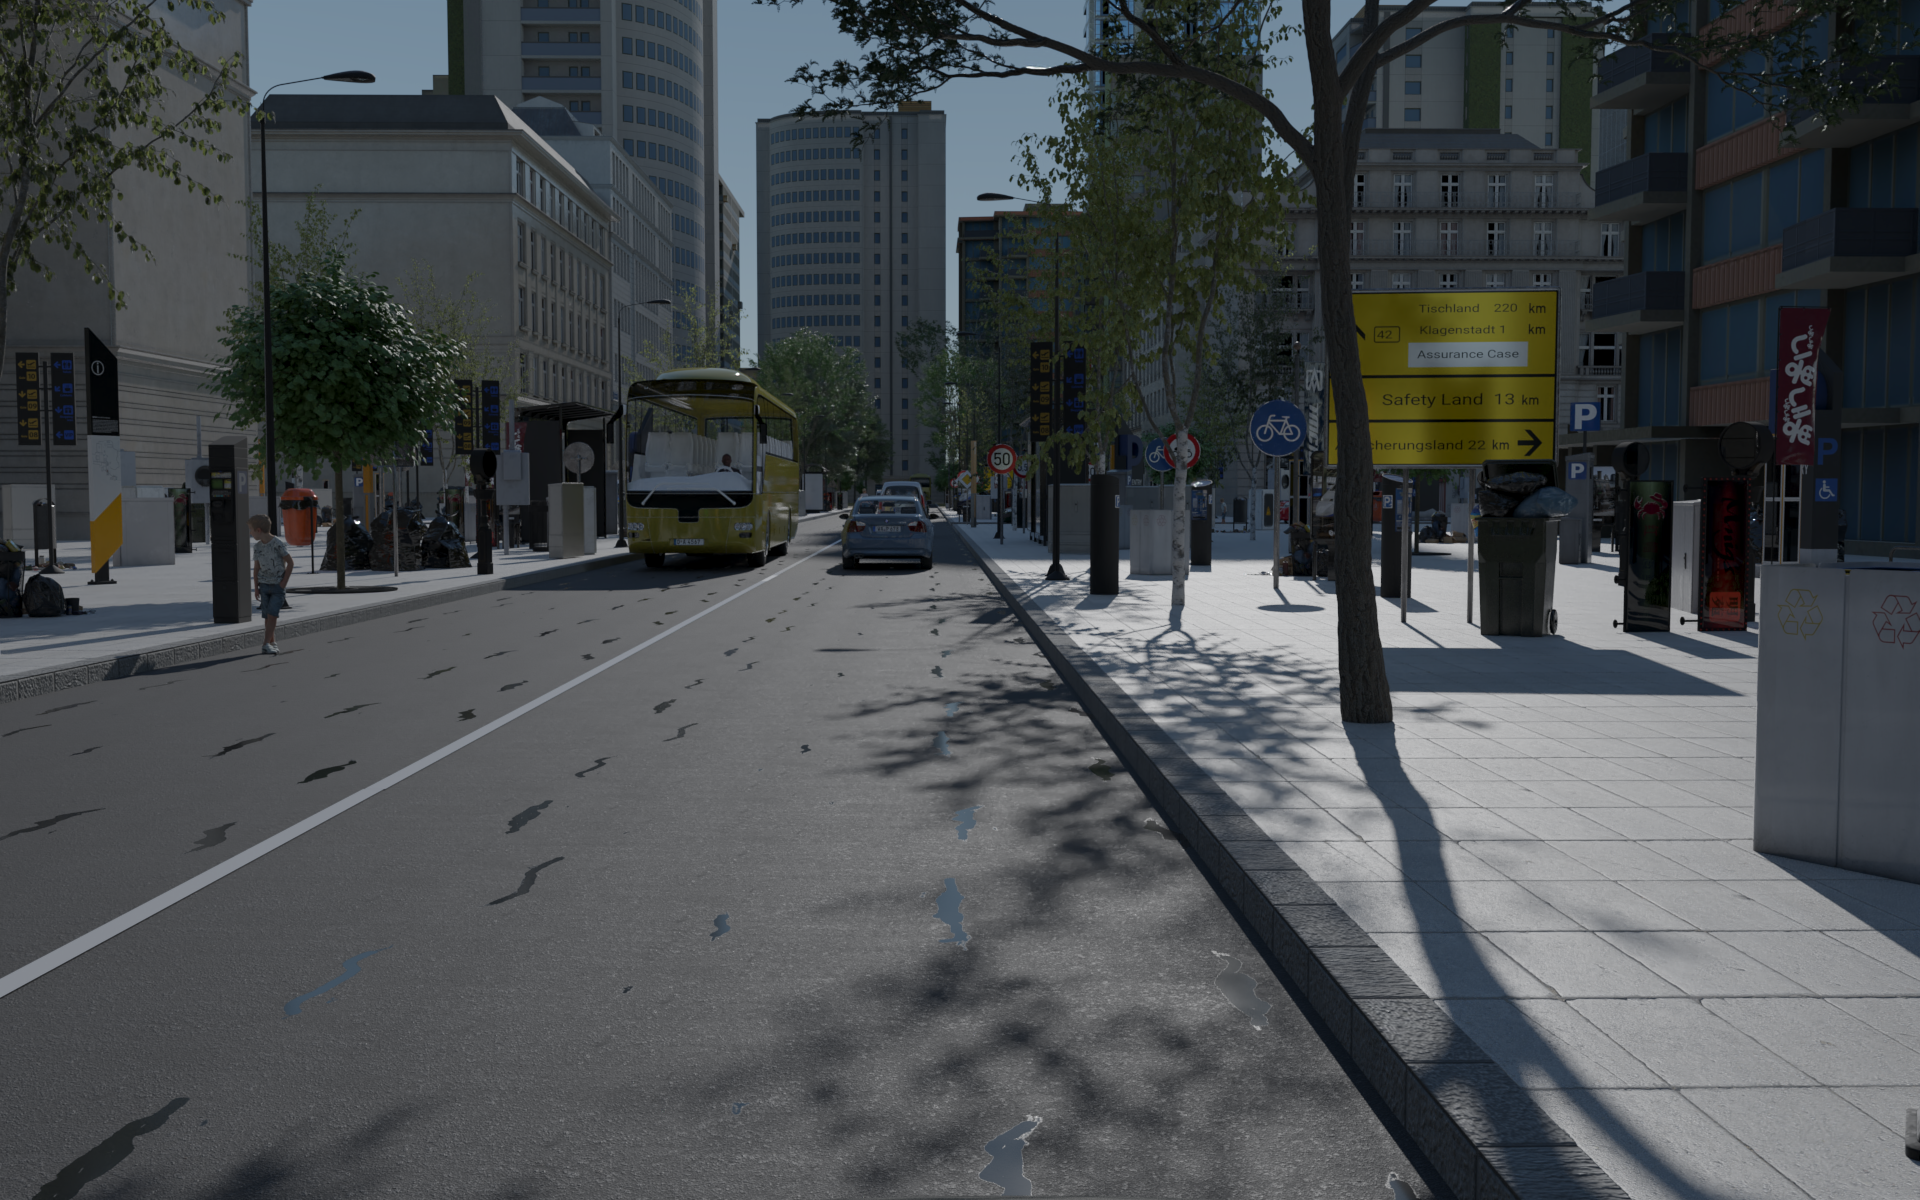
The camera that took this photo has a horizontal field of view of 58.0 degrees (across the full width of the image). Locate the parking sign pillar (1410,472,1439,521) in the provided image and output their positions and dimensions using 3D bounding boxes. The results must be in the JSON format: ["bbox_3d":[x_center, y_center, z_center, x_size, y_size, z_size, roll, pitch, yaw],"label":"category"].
[{"bbox_3d":[22.049,-5.719,81.984,1.447,3.967,1.447,-2,4,-25],"label":"parking sign pillar"}]

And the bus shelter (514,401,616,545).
[{"bbox_3d":[-10.669,-3.409,47.025,1.731,3.624,6.357,0,4,-1],"label":"bus shelter"}]

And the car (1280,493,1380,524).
[{"bbox_3d":[16.117,-4.081,75.757,4.494,1.783,2.155,0,4,-1],"label":"car"}]

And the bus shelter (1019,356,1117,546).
[{"bbox_3d":[2.765,-4.230,46.786,2.179,5.291,8.768,0,4,-1],"label":"bus shelter"}]

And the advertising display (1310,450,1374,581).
[{"bbox_3d":[5.600,-1.237,25.438,0.974,1.923,0.123,3,5,41],"label":"advertising display"}]

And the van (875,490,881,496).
[{"bbox_3d":[-7.446,-9.844,167.968,2.013,2.044,4.112,0,4,-3],"label":"van"}]

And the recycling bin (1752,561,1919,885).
[{"bbox_3d":[3.323,0.396,6.078,0.722,1.027,0.722,-2,4,-29],"label":"recycling bin"}]

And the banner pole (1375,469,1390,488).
[{"bbox_3d":[34.381,-9.255,141.334,0.401,3.779,0.863,-3,5,-42],"label":"banner pole"}]

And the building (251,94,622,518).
[{"bbox_3d":[-31.644,-16.787,107.751,16.112,22.955,30.059,0,4,-1],"label":"building"}]

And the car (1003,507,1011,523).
[{"bbox_3d":[3.951,-4.146,77.570,4.222,1.686,2.009,0,3,0],"label":"car"}]

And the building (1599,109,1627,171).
[{"bbox_3d":[48.825,-17.239,99.883,19.932,24.808,12.078,0,4,-1],"label":"building"}]

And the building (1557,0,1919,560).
[{"bbox_3d":[28.254,-23.626,40.909,22.147,44.769,28.867,0,4,-1],"label":"building"}]

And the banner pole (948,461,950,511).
[{"bbox_3d":[-0.823,-8.552,129.849,0.401,3.779,0.863,0,4,7],"label":"banner pole"}]

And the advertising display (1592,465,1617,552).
[{"bbox_3d":[14.023,-2.029,38.381,0.974,1.923,0.123,1,4,19],"label":"advertising display"}]

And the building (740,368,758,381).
[{"bbox_3d":[-45.215,-25.711,265.420,28.899,21.520,27.650,0,4,-1],"label":"building"}]

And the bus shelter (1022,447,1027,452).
[{"bbox_3d":[4.138,-5.957,88.676,1.731,3.624,6.357,0,4,-1],"label":"bus shelter"}]

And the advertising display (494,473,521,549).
[{"bbox_3d":[-10.623,-2.169,40.675,0.123,1.923,0.974,1,4,18],"label":"advertising display"}]

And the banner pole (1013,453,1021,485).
[{"bbox_3d":[3.095,-6.309,93.168,0.401,3.779,0.863,3,5,41],"label":"banner pole"}]

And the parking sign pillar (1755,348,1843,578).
[{"bbox_3d":[12.909,-2.326,26.501,1.447,3.967,1.447,0,4,-4],"label":"parking sign pillar"}]

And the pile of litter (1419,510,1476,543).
[{"bbox_3d":[12.788,-1.929,45.510,1.719,0.858,1.176,0,4,-7],"label":"pile of litter"}]

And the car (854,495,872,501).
[{"bbox_3d":[-7.651,-7.896,141.671,1.945,1.354,3.894,0,4,-2],"label":"car"}]

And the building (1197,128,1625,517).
[{"bbox_3d":[26.676,-15.841,100.797,24.055,21.916,13.314,0,4,-1],"label":"building"}]

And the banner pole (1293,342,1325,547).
[{"bbox_3d":[5.752,-2.369,28.754,0.863,3.779,0.401,-2,4,-32],"label":"banner pole"}]

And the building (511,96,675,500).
[{"bbox_3d":[-30.349,-22.016,137.449,11.434,29.767,29.804,0,4,-1],"label":"building"}]

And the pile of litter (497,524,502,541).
[{"bbox_3d":[-12.704,-2.102,48.325,1.176,0.858,1.719,0,4,3],"label":"pile of litter"}]

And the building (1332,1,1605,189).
[{"bbox_3d":[59.308,-40.681,207.136,28.212,58.520,21.231,0,4,-1],"label":"building"}]

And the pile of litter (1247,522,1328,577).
[{"bbox_3d":[5.427,-0.816,27.300,1.719,0.858,1.176,3,4,38],"label":"pile of litter"}]

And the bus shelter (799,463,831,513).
[{"bbox_3d":[-9.883,-7.547,117.311,2.014,3.302,5.546,0,4,-1],"label":"bus shelter"}]

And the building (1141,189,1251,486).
[{"bbox_3d":[18.550,-16.067,117.439,10.420,20.320,16.860,0,4,-1],"label":"building"}]

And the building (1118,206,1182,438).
[{"bbox_3d":[22.011,-18.811,140.845,16.112,22.955,30.059,0,4,-1],"label":"building"}]

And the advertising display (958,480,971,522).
[{"bbox_3d":[0.303,-4.539,79.419,0.974,1.923,0.123,3,4,38],"label":"advertising display"}]

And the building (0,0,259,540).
[{"bbox_3d":[-33.105,-13.201,52.001,21.152,22.565,11.583,0,4,-1],"label":"building"}]

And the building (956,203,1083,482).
[{"bbox_3d":[12.283,-37.243,263.550,28.867,44.769,22.147,0,4,-1],"label":"building"}]

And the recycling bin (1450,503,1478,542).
[{"bbox_3d":[13.657,-2.090,46.723,0.722,1.027,0.722,2,4,25],"label":"recycling bin"}]

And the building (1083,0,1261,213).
[{"bbox_3d":[22.934,-54.303,200.523,22.319,86.520,31.000,0,4,-1],"label":"building"}]

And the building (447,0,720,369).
[{"bbox_3d":[-35.526,-38.273,167.755,21.231,58.520,28.212,0,4,-1],"label":"building"}]

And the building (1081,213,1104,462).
[{"bbox_3d":[19.315,-24.938,179.440,14.160,30.474,14.107,0,4,-1],"label":"building"}]

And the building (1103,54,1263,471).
[{"bbox_3d":[20.557,-29.448,165.063,14.154,41.232,14.086,0,4,-1],"label":"building"}]

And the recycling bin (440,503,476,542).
[{"bbox_3d":[-13.518,-2.089,46.703,0.722,1.027,0.722,2,4,30],"label":"recycling bin"}]

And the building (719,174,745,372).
[{"bbox_3d":[-37.651,-31.081,200.057,23.993,40.220,32.217,0,4,-1],"label":"building"}]

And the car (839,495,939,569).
[{"bbox_3d":[-1.415,-1.366,34.333,2.014,1.417,4.499,0,4,-1],"label":"car"}]

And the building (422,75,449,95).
[{"bbox_3d":[-60.551,-35.555,205.033,21.600,48.544,21.300,0,4,-1],"label":"building"}]

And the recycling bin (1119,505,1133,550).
[{"bbox_3d":[3.531,-1.694,40.244,0.722,1.027,0.722,3,5,41],"label":"recycling bin"}]

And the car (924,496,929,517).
[{"bbox_3d":[-2.579,-5.274,96.023,2.009,1.686,4.222,0,3,0],"label":"car"}]

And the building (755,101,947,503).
[{"bbox_3d":[-16.244,-44.049,262.193,28.212,58.520,21.231,0,4,-1],"label":"building"}]

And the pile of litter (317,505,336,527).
[{"bbox_3d":[-24.677,-3.290,67.764,1.719,0.858,1.176,-1,4,-17],"label":"pile of litter"}]

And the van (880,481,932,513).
[{"bbox_3d":[-1.945,-3.152,58.547,2.013,2.044,4.112,0,4,-1],"label":"van"}]

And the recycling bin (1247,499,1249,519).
[{"bbox_3d":[14.943,-4.601,87.779,0.722,1.027,0.722,-1,4,-21],"label":"recycling bin"}]

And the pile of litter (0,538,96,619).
[{"bbox_3d":[-10.074,-0.257,18.162,1.719,0.858,1.176,-1,4,-13],"label":"pile of litter"}]

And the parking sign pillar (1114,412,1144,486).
[{"bbox_3d":[5.563,-4.190,56.972,1.447,3.967,1.447,2,4,34],"label":"parking sign pillar"}]

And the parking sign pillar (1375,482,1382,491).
[{"bbox_3d":[20.948,-5.986,86.349,1.447,3.967,1.447,2,4,35],"label":"parking sign pillar"}]

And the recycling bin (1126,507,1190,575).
[{"bbox_3d":[3.194,-0.927,27.716,0.722,1.027,0.722,-2,4,-25],"label":"recycling bin"}]
